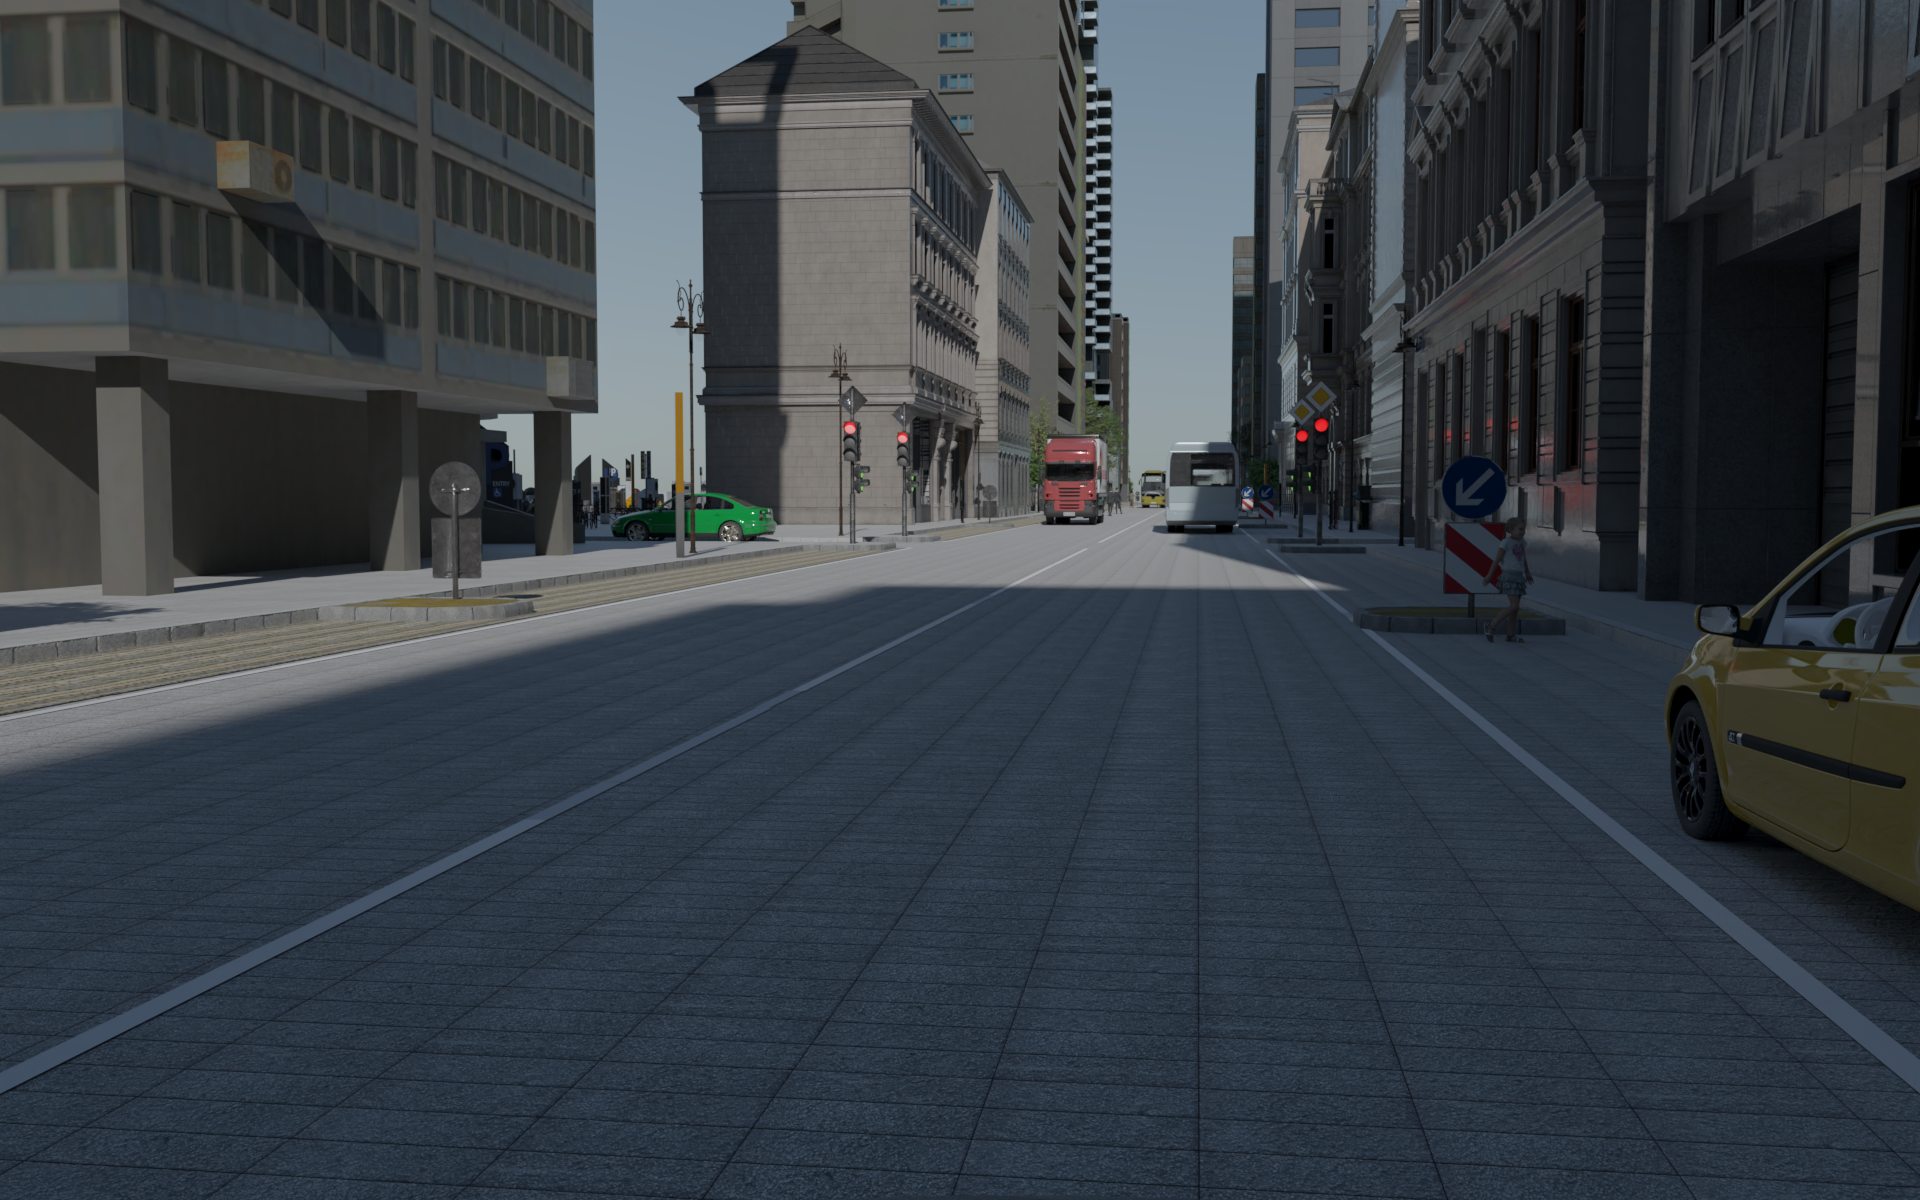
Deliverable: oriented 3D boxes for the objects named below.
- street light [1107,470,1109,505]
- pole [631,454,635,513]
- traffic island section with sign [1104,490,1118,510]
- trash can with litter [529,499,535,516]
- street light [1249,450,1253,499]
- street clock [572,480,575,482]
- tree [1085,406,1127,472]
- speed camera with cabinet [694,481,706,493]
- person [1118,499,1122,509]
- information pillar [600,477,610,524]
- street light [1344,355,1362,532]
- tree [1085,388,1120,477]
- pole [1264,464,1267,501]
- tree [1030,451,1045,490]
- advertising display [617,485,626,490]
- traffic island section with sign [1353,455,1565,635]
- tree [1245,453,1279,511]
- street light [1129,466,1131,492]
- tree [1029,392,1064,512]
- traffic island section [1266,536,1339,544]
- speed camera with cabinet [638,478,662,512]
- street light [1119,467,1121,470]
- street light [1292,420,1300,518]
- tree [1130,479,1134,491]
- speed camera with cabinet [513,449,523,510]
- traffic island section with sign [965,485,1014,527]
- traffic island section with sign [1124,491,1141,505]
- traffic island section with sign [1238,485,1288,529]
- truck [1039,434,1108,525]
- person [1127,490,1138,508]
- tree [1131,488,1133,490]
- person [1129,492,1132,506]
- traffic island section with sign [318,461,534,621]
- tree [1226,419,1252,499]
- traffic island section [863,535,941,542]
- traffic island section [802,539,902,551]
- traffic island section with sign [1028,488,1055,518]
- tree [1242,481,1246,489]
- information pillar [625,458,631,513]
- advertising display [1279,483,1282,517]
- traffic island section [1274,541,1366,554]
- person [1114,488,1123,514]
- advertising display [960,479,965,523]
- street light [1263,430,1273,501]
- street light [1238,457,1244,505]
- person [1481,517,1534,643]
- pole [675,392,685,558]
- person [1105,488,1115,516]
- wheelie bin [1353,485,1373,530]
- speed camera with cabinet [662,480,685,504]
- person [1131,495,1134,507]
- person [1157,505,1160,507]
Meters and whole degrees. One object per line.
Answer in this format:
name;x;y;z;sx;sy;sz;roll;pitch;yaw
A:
street light;18.152;-14.631;212.011;0.468;5.910;1.993;0;4;8
pole;-16.737;-5.796;88.600;0.158;3.312;0.155;0;3;0
traffic island section with sign;15.527;-10.379;178.322;1.989;1.847;2.006;0;4;8
trash can with litter;-14.250;-2.926;59.235;0.624;1.170;1.055;1;4;11
street light;27.930;-11.842;166.401;0.468;5.910;1.993;0;4;8
street clock;-23.949;-6.341;108.242;0.471;2.002;0.358;-1;4;-12
tree;16.061;-16.982;203.405;9.928;11.665;9.643;0;3;0
speed camera with cabinet;-17.861;-7.637;119.207;2.038;3.252;0.660;3;5;43
person;15.466;-9.566;168.169;0.557;1.426;1.065;3;4;36
information pillar;-15.210;-4.261;74.163;0.304;2.012;0.304;1;4;17
street light;13.103;-5.202;57.848;0.468;5.910;1.993;0;4;8
tree;13.087;-16.244;183.714;7.486;12.596;7.792;0;3;0
pole;20.553;-7.506;116.563;0.158;3.312;0.155;0;3;0
tree;4.136;-8.012;114.711;4.285;4.588;4.351;0;3;0
advertising display;-24.465;-7.393;126.085;0.974;1.923;0.123;0;4;5
traffic island section with sign;5.295;-0.612;18.636;1.989;1.847;2.006;0;4;8
tree;23.887;-9.269;135.262;4.285;4.588;4.351;0;3;0
street light;27.292;-18.710;278.691;0.468;5.910;1.993;0;4;8
tree;5.525;-10.698;125.268;4.737;8.622;4.395;0;3;0
traffic island section;10.069;-1.764;51.125;2.009;0.180;2.903;0;4;8
speed camera with cabinet;-17.301;-6.226;96.131;0.660;3.252;2.038;0;4;7
street light;22.643;-16.658;245.150;0.468;5.910;1.993;0;4;8
street light;17.632;-7.231;91.013;0.468;5.910;1.993;0;4;8
tree;26.745;-18.275;282.505;4.285;4.588;4.351;0;3;0
speed camera with cabinet;-20.404;-5.029;76.564;2.038;3.252;0.660;1;4;13
traffic island section with sign;1.302;-4.042;74.719;1.989;1.847;2.006;0;4;8
traffic island section with sign;23.087;-13.746;233.368;1.989;1.847;2.006;0;4;8
traffic island section with sign;12.712;-3.921;72.738;1.989;1.847;2.006;0;4;8
truck;5.589;-5.765;83.177;2.839;4.237;11.283;0;4;7
person;17.939;-10.529;180.654;1.348;1.824;0.705;2;4;34
tree;27.876;-17.839;286.272;1.663;3.219;1.824;0;3;0
person;20.659;-12.182;208.397;0.721;1.735;1.217;-2;4;-26
traffic island section with sign;-6.146;-0.717;20.357;1.989;1.847;2.006;0;4;8
tree;34.550;-16.808;209.226;7.601;10.594;8.767;1;4;8
traffic island section;-1.711;-1.863;52.741;2.009;0.180;2.903;0;4;8
traffic island section;-2.797;-1.379;44.830;2.009;0.180;2.903;0;4;8
traffic island section with sign;5.061;-5.720;102.141;1.989;1.847;2.006;0;4;8
tree;35.844;-13.475;214.909;1.663;3.219;1.824;0;3;0
information pillar;-21.337;-7.363;111.747;0.504;3.616;0.183;0;4;1
advertising display;18.002;-5.634;97.333;0.123;1.923;0.974;1;4;12
traffic island section;8.983;-1.280;43.214;2.009;0.180;2.903;0;4;8
person;11.392;-7.154;124.837;0.648;1.900;0.474;2;4;27
advertising display;0.101;-4.366;76.597;0.123;1.923;0.974;0;4;-5
street light;22.279;-9.300;124.837;0.468;5.910;1.993;0;4;8
street light;32.580;-13.921;200.390;0.468;5.910;1.993;0;4;8
person;5.331;-0.199;16.772;0.505;1.210;0.382;-3;4;-38
pole;-5.630;-2.503;34.771;0.158;3.312;0.155;0;3;0
person;9.800;-6.394;112.817;0.659;1.850;0.755;1;4;12
wheelie bin;14.481;-3.303;61.908;0.980;1.594;0.693;0;4;-1
speed camera with cabinet;-19.054;-7.295;113.611;2.038;3.252;0.660;2;4;25
person;19.963;-11.649;199.749;0.721;1.735;1.217;0;4;-4
person;22.618;-11.495;197.153;1.217;1.736;0.721;0;4;-8
